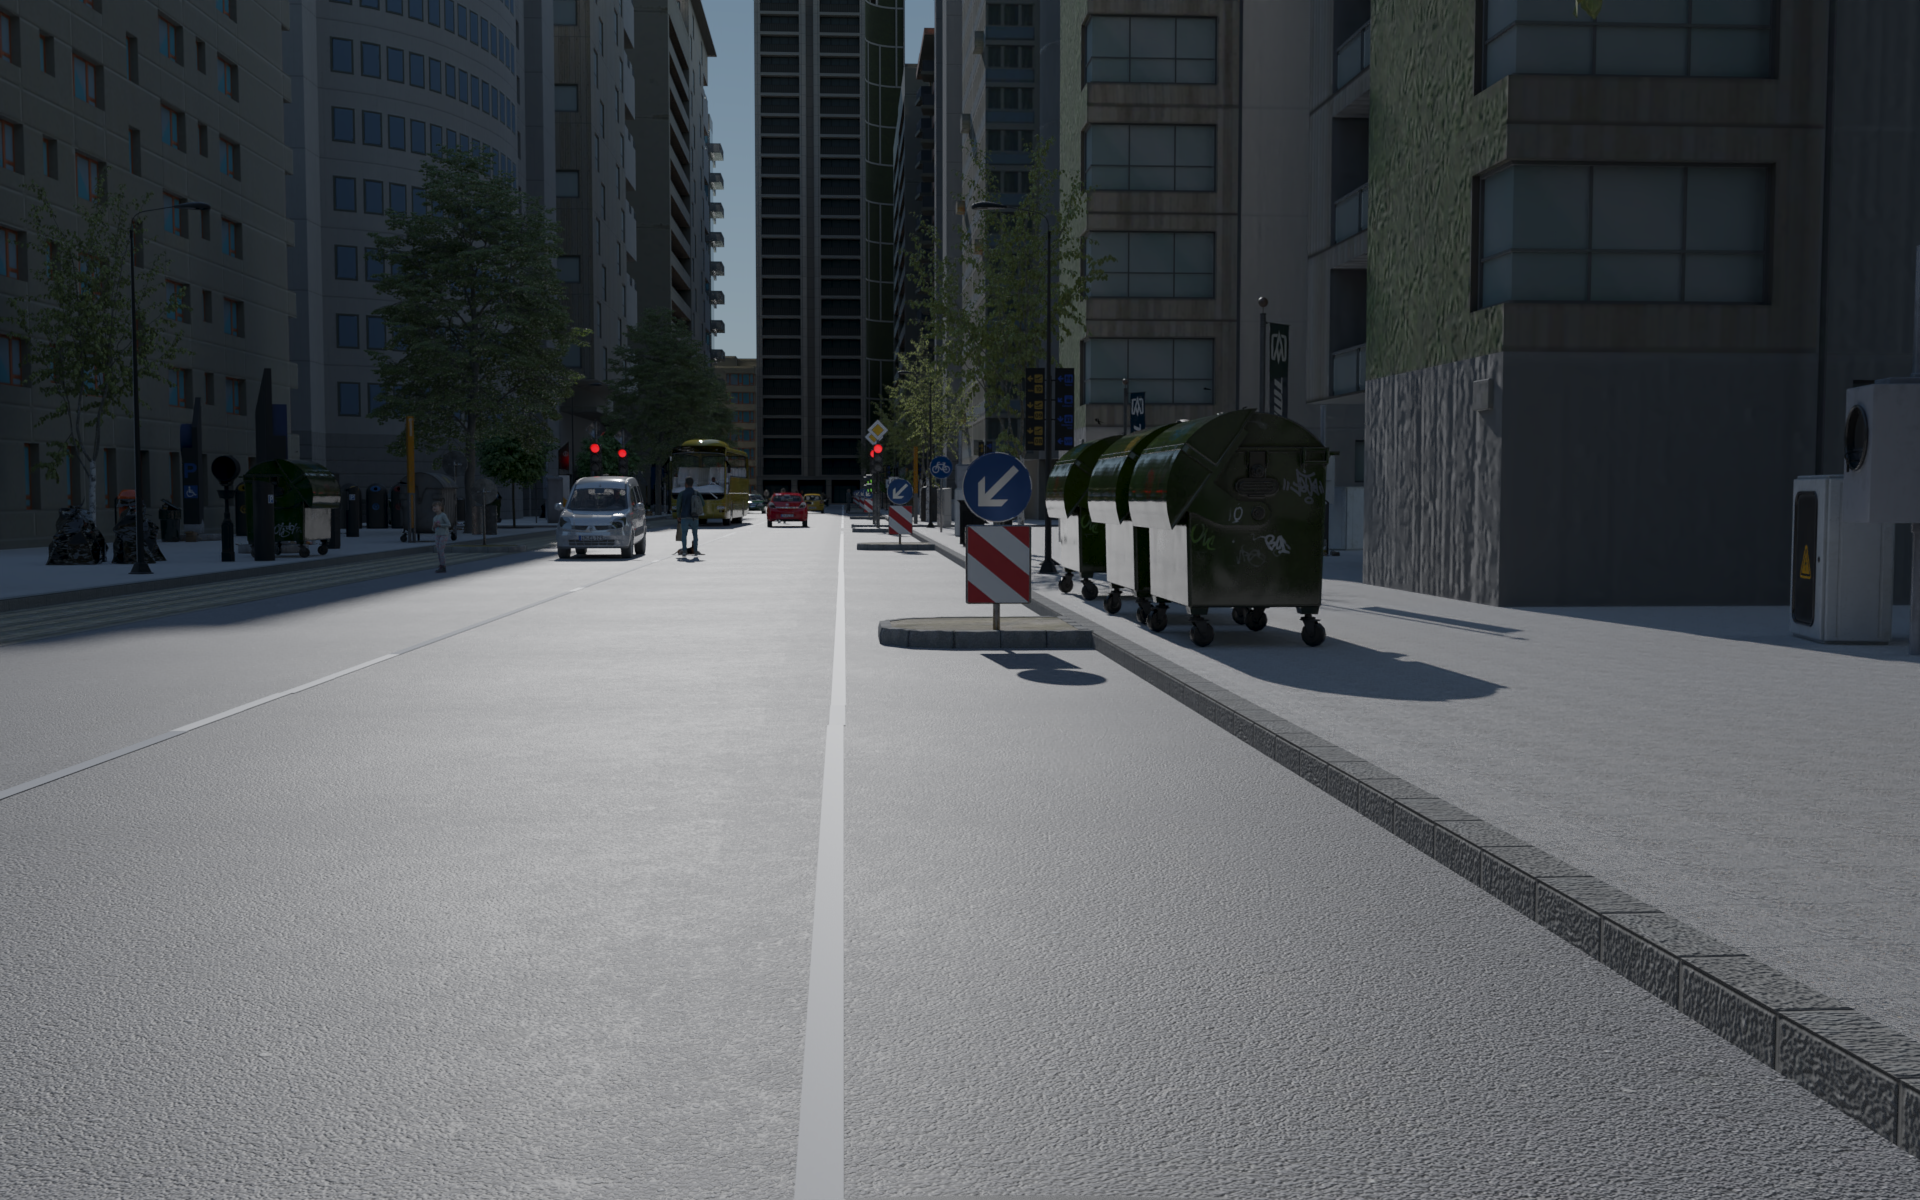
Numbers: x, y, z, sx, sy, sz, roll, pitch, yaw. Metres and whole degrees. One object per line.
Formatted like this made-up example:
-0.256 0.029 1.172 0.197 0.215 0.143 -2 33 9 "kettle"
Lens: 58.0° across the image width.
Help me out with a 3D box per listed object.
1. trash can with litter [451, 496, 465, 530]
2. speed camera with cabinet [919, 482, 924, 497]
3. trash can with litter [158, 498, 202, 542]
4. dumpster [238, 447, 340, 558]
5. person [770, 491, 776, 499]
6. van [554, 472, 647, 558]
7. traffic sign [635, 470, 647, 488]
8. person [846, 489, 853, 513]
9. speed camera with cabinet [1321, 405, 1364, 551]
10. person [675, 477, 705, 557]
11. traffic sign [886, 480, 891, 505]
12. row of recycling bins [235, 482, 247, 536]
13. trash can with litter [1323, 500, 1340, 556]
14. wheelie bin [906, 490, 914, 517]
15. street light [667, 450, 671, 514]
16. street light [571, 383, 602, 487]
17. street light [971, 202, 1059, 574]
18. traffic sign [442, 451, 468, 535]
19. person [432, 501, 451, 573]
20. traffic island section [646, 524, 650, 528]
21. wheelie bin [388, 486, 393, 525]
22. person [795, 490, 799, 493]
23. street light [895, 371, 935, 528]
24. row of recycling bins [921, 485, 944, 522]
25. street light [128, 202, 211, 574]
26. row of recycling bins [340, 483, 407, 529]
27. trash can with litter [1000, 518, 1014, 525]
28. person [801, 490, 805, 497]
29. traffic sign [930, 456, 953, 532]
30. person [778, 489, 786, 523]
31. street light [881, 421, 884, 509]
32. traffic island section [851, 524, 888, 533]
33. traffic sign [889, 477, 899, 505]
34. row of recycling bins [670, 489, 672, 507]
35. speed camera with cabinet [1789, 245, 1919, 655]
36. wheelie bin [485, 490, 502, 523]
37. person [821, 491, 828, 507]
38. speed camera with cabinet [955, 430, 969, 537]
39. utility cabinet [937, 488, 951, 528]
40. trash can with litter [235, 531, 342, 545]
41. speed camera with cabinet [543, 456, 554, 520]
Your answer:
-18.283 -3.098 61.718 2.233 1.210 1.678 0 4 -6 "trash can with litter"
-3.092 -7.743 120.926 0.660 3.252 2.038 1 4 17 "speed camera with cabinet"
-20.860 -2.137 46.324 1.055 1.170 0.624 -1 4 -17 "trash can with litter"
-13.720 -2.016 35.452 1.502 2.255 1.985 0 4 -4 "dumpster"
-18.185 -9.782 169.220 0.721 1.735 1.217 2 4 27 "person"
-8.250 -2.018 40.005 2.013 2.044 4.112 0 4 -4 "van"
-17.496 -5.785 94.590 0.884 2.594 0.081 0 4 3 "traffic sign"
-8.294 -7.436 130.247 0.590 1.801 0.661 -1 4 -11 "person"
8.512 -2.751 39.317 2.038 3.252 0.660 -3 5 -40 "speed camera with cabinet"
-6.192 -1.889 39.365 0.794 1.824 0.713 0 4 6 "person"
-4.842 -7.221 120.187 0.606 2.300 0.079 0 4 5 "traffic sign"
-20.593 -2.778 52.530 3.534 1.692 1.069 2 4 27 "row of recycling bins"
7.002 -1.524 35.982 2.233 1.210 1.678 -1 4 -13 "trash can with litter"
-2.726 -5.466 97.269 0.693 1.594 0.980 0 4 7 "wheelie bin"
-18.115 -8.462 110.894 1.470 5.913 1.316 0 4 -4 "street light"
-15.671 -6.118 72.577 1.470 5.913 1.316 0 4 -4 "street light"
0.880 -3.375 27.717 1.470 5.913 1.316 0 4 -4 "street light"
-14.883 -3.115 51.030 0.768 2.556 0.104 0 4 2 "traffic sign"
-9.492 -1.153 31.624 0.425 1.301 0.394 1 4 17 "person"
-14.130 -3.087 72.751 2.009 0.180 2.903 0 4 -4 "traffic island section"
-23.238 -3.895 71.598 0.980 1.594 0.693 1 4 10 "wheelie bin"
-13.019 -7.844 137.346 0.643 1.750 0.593 1 4 20 "person"
-1.650 -5.683 65.453 1.470 5.913 1.316 0 4 -4 "street light"
-1.288 -4.558 81.637 1.069 1.692 3.534 0 4 6 "row of recycling bins"
-12.610 -3.371 27.658 1.470 5.913 1.316 0 4 -4 "street light"
-21.224 -3.498 64.311 3.534 1.692 1.069 -1 4 -11 "row of recycling bins"
1.273 -1.991 43.944 0.624 1.170 1.055 -3 4 -36 "trash can with litter"
-15.469 -9.862 169.762 1.348 1.822 0.705 1 4 23 "person"
-0.628 -3.528 57.784 0.768 2.556 0.104 0 4 4 "traffic sign"
-8.587 -4.582 84.422 0.512 1.701 0.522 -3 5 -41 "person"
-4.609 -8.410 110.038 1.470 5.913 1.316 0 4 -4 "street light"
-3.075 -2.642 65.485 2.009 0.180 2.903 0 4 -4 "traffic island section"
-3.950 -6.210 103.659 0.606 2.300 0.079 0 4 2 "traffic sign"
-21.898 -8.067 139.014 3.534 1.692 1.069 -2 4 -24 "row of recycling bins"
7.606 -1.238 14.576 0.660 3.252 2.038 1 4 10 "speed camera with cabinet"
-20.886 -4.246 77.335 0.980 1.594 0.693 3 5 44 "wheelie bin"
-15.006 -11.095 189.910 1.348 1.823 0.705 3 5 40 "person"
0.166 -3.591 53.055 0.660 3.252 2.038 0 4 2 "speed camera with cabinet"
-0.606 -3.465 65.330 0.318 1.500 1.173 -1 4 -13 "utility cabinet"
-17.169 -2.000 43.750 2.233 1.210 1.678 1 4 11 "trash can with litter"
-20.027 -5.598 85.863 0.660 3.252 2.038 -2 4 -35 "speed camera with cabinet"
